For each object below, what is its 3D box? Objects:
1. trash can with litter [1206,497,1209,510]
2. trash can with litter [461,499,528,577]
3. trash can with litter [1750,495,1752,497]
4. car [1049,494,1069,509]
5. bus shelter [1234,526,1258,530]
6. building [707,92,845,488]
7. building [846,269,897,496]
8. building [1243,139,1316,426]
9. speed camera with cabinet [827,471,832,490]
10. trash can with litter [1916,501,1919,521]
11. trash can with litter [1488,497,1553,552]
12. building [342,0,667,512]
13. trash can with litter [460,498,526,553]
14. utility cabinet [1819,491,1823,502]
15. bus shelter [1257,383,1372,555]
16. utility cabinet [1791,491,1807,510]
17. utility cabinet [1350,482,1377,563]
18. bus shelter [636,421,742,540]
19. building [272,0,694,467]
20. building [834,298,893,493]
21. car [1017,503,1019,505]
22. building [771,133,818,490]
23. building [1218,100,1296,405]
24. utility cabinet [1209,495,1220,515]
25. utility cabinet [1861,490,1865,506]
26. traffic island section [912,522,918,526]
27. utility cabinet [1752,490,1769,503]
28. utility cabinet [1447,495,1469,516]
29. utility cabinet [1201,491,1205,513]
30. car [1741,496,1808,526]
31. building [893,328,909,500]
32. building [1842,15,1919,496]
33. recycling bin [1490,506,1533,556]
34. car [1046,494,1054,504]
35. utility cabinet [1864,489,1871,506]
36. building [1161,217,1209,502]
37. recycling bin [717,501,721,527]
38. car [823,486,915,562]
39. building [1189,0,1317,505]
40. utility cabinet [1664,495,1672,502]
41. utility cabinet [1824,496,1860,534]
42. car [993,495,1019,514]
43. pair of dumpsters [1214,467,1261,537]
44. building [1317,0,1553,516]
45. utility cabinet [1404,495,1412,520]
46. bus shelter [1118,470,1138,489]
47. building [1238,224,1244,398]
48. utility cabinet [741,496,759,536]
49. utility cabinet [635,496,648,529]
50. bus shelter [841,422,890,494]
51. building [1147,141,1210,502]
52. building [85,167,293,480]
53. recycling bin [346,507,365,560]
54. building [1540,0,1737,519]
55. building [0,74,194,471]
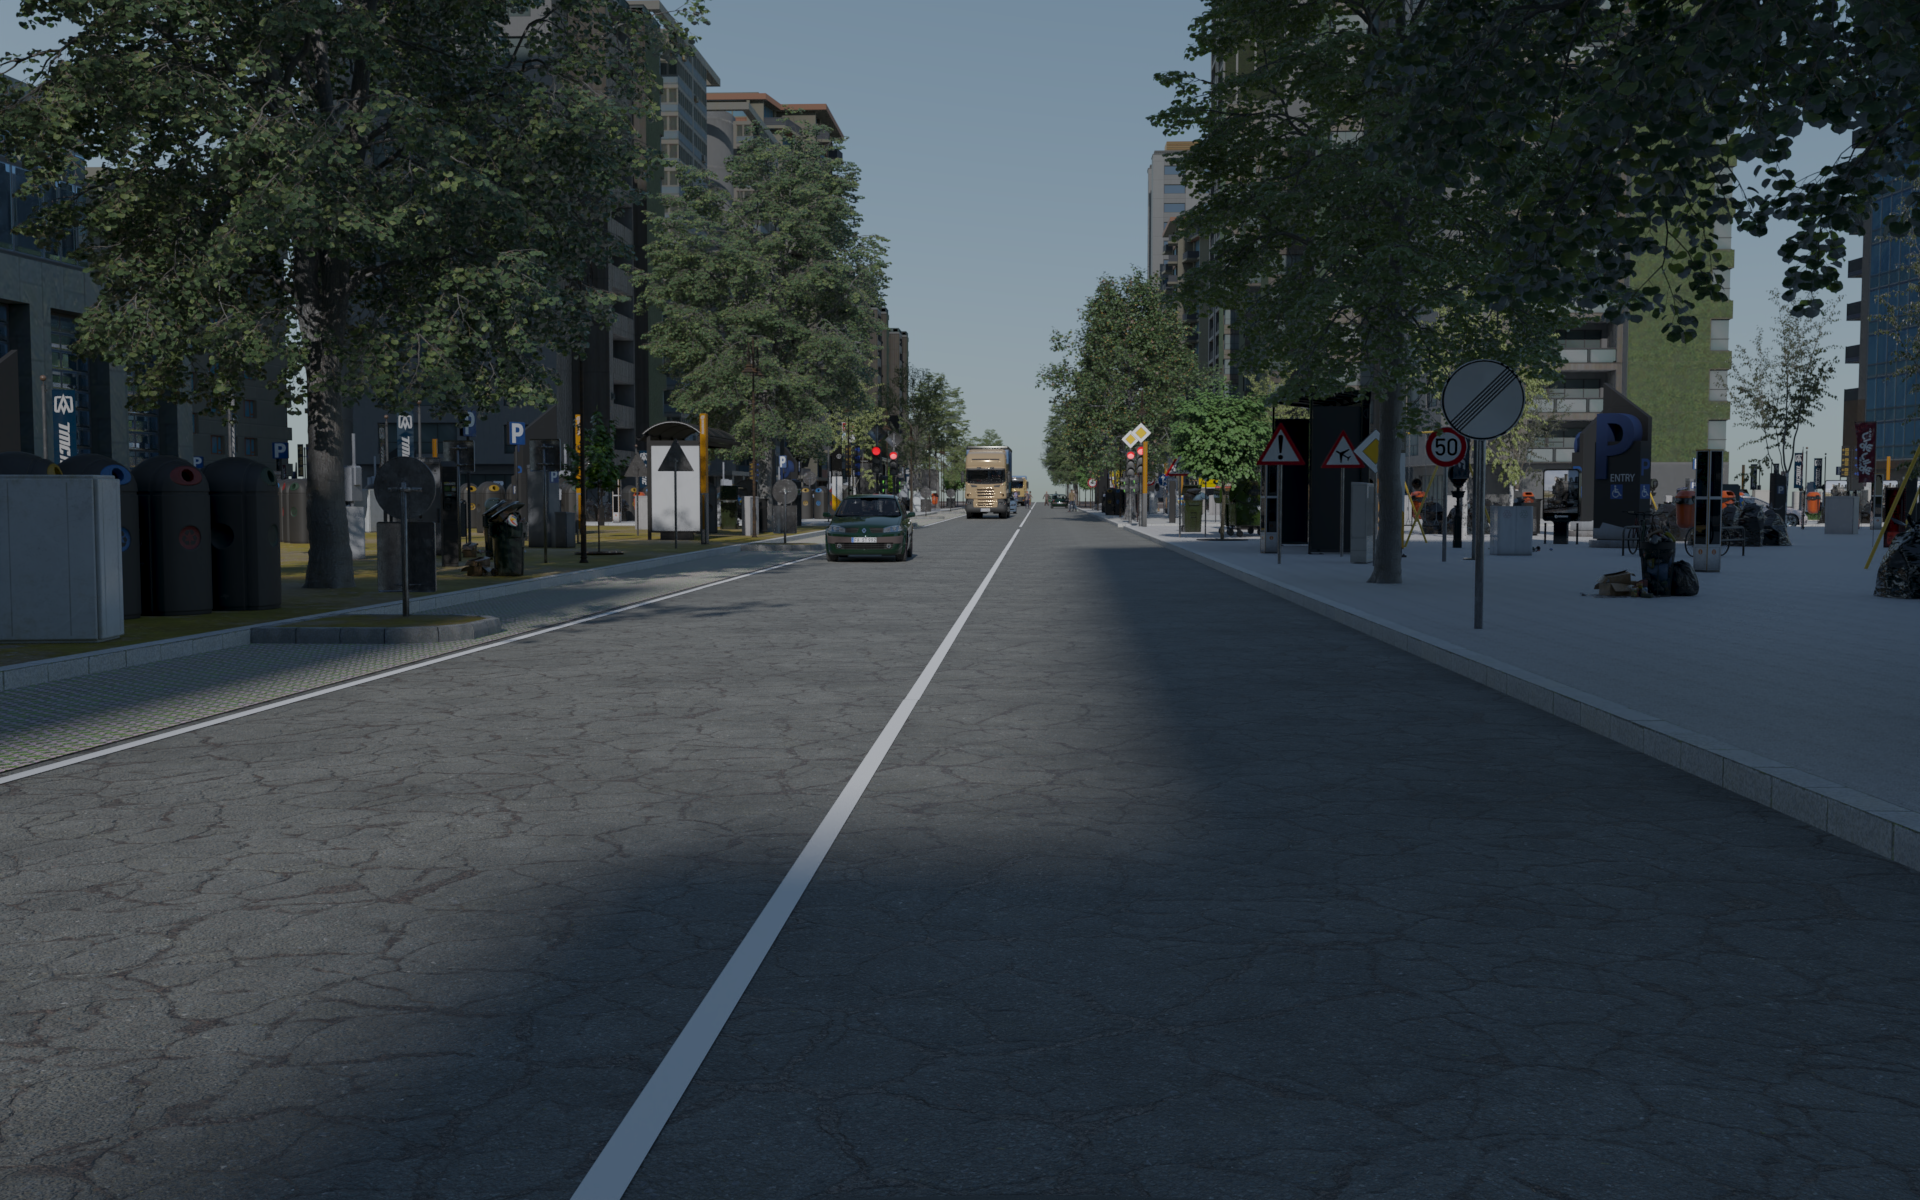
[{"bbox_3d":[19.910,-7.824,139.309,1.055,1.170,0.624,-2,4,-28],"label":"trash can with litter"},{"bbox_3d":[-7.295,-0.959,27.064,1.055,1.170,0.624,1,4,13],"label":"trash can with litter"},{"bbox_3d":[40.849,-4.812,89.733,1.678,1.210,2.233,2,4,28],"label":"trash can with litter"},{"bbox_3d":[9.920,-9.977,172.916,2.009,1.686,4.222,0,4,2],"label":"car"},{"bbox_3d":[10.272,-4.016,59.581,2.014,3.302,5.546,0,4,3],"label":"bus shelter"},{"bbox_3d":[-24.587,-32.835,191.470,22.147,44.769,28.867,0,4,3],"label":"building"},{"bbox_3d":[-26.074,-35.794,277.114,32.217,40.220,23.993,0,4,3],"label":"building"},{"bbox_3d":[31.666,-22.729,143.315,14.160,30.474,14.107,0,4,3],"label":"building"},{"bbox_3d":[-11.475,-9.552,150.515,0.660,3.252,2.038,2,4,27],"label":"speed camera with cabinet"},{"bbox_3d":[18.419,-1.300,32.313,2.233,1.210,1.678,-1,4,-23],"label":"trash can with litter"},{"bbox_3d":[12.605,-1.727,39.288,1.678,1.210,2.233,1,4,10],"label":"trash can with litter"},{"bbox_3d":[-25.087,-19.945,97.803,14.160,30.474,14.107,0,4,3],"label":"building"},{"bbox_3d":[-10.640,-1.633,37.757,2.233,1.210,1.678,0,4,-6],"label":"trash can with litter"},{"bbox_3d":[71.777,-8.256,143.664,1.173,1.500,0.318,-1,4,-16],"label":"utility cabinet"},{"bbox_3d":[8.062,-2.967,39.786,1.731,3.624,6.357,0,4,3],"label":"bus shelter"},{"bbox_3d":[69.548,-8.250,143.563,1.173,1.500,0.318,-1,4,-12],"label":"utility cabinet"},{"bbox_3d":[7.563,-1.449,32.371,0.318,1.500,1.173,1,4,22],"label":"utility cabinet"},{"bbox_3d":[-7.838,-3.472,50.687,2.014,3.302,5.546,0,4,3],"label":"bus shelter"},{"bbox_3d":[-32.726,-27.018,133.618,32.217,40.220,23.993,0,4,3],"label":"building"},{"bbox_3d":[-18.110,-29.743,258.005,14.160,30.474,14.107,0,4,3],"label":"building"},{"bbox_3d":[6.844,-13.287,227.465,2.015,1.641,3.980,0,4,3],"label":"car"},{"bbox_3d":[-30.328,-28.937,165.006,32.217,40.220,23.993,0,4,3],"label":"building"},{"bbox_3d":[34.317,-30.562,183.276,14.154,41.232,14.086,0,4,3],"label":"building"},{"bbox_3d":[15.609,-5.793,105.881,0.306,1.237,1.020,3,5,40],"label":"utility cabinet"},{"bbox_3d":[74.079,-8.251,143.579,0.318,1.500,1.173,-3,5,-43],"label":"utility cabinet"},{"bbox_3d":[-2.949,-3.345,76.971,2.009,0.180,2.903,0,4,3],"label":"traffic island section"},{"bbox_3d":[43.933,-5.267,94.787,1.173,1.500,0.318,-1,4,-11],"label":"utility cabinet"},{"bbox_3d":[23.861,-4.394,82.998,1.020,1.237,0.306,1,4,16],"label":"utility cabinet"},{"bbox_3d":[16.822,-7.083,124.484,1.173,1.500,0.318,2,4,32],"label":"utility cabinet"},{"bbox_3d":[32.475,-3.626,71.647,4.827,1.381,2.083,0,4,4],"label":"car"},{"bbox_3d":[-16.246,-32.067,295.989,14.160,30.474,14.107,0,4,3],"label":"building"},{"bbox_3d":[58.817,-27.139,93.838,14.200,45.320,14.600,0,4,3],"label":"building"},{"bbox_3d":[11.589,-1.460,36.417,0.722,1.027,0.722,0,4,3],"label":"recycling bin"},{"bbox_3d":[13.519,-14.797,253.730,2.131,1.459,4.920,0,4,2],"label":"car"},{"bbox_3d":[58.549,-6.227,110.493,1.173,1.500,0.318,1,4,20],"label":"utility cabinet"},{"bbox_3d":[42.456,-37.430,266.608,22.147,44.769,28.867,0,4,3],"label":"building"},{"bbox_3d":[-9.132,-3.377,67.774,0.722,1.027,0.722,0,3,0],"label":"recycling bin"},{"bbox_3d":[-1.954,-1.723,37.960,2.009,1.686,4.222,0,4,1],"label":"car"},{"bbox_3d":[37.888,-46.605,200.244,20.563,71.187,20.611,0,4,3],"label":"building"},{"bbox_3d":[47.573,-6.494,117.333,0.306,1.237,1.020,-1,4,-12],"label":"utility cabinet"},{"bbox_3d":[28.245,-2.710,55.469,0.306,1.237,1.020,-2,4,-26],"label":"utility cabinet"},{"bbox_3d":[3.277,-7.030,126.942,2.014,1.417,4.499,0,4,1],"label":"car"},{"bbox_3d":[8.828,-3.117,53.455,1.574,2.255,4.437,0,4,3],"label":"pair of dumpsters"},{"bbox_3d":[31.730,-26.747,120.904,14.154,41.232,14.086,0,4,3],"label":"building"},{"bbox_3d":[21.973,-4.571,85.904,1.020,1.237,0.306,-2,4,-29],"label":"utility cabinet"},{"bbox_3d":[13.689,-9.911,139.680,2.179,5.291,8.768,0,4,3],"label":"bus shelter"},{"bbox_3d":[34.131,-24.332,169.527,14.160,30.474,14.107,0,4,3],"label":"building"},{"bbox_3d":[-6.533,-2.620,53.998,0.306,1.237,1.020,1,4,8],"label":"utility cabinet"},{"bbox_3d":[-11.313,-3.175,63.065,1.020,1.237,0.306,-1,4,-11],"label":"utility cabinet"},{"bbox_3d":[-5.365,-7.421,98.972,2.179,5.291,8.768,0,4,3],"label":"bus shelter"},{"bbox_3d":[42.341,-46.042,294.790,21.231,58.520,28.212,0,4,3],"label":"building"},{"bbox_3d":[-61.606,-16.037,107.245,28.899,21.520,27.650,0,4,3],"label":"building"},{"bbox_3d":[-12.190,-1.315,34.048,0.722,1.027,0.722,3,5,44],"label":"recycling bin"},{"bbox_3d":[32.255,-25.073,93.540,14.086,41.232,14.154,0,4,3],"label":"building"},{"bbox_3d":[-41.118,-44.721,43.855,31.000,86.520,22.319,0,4,3],"label":"building"}]
